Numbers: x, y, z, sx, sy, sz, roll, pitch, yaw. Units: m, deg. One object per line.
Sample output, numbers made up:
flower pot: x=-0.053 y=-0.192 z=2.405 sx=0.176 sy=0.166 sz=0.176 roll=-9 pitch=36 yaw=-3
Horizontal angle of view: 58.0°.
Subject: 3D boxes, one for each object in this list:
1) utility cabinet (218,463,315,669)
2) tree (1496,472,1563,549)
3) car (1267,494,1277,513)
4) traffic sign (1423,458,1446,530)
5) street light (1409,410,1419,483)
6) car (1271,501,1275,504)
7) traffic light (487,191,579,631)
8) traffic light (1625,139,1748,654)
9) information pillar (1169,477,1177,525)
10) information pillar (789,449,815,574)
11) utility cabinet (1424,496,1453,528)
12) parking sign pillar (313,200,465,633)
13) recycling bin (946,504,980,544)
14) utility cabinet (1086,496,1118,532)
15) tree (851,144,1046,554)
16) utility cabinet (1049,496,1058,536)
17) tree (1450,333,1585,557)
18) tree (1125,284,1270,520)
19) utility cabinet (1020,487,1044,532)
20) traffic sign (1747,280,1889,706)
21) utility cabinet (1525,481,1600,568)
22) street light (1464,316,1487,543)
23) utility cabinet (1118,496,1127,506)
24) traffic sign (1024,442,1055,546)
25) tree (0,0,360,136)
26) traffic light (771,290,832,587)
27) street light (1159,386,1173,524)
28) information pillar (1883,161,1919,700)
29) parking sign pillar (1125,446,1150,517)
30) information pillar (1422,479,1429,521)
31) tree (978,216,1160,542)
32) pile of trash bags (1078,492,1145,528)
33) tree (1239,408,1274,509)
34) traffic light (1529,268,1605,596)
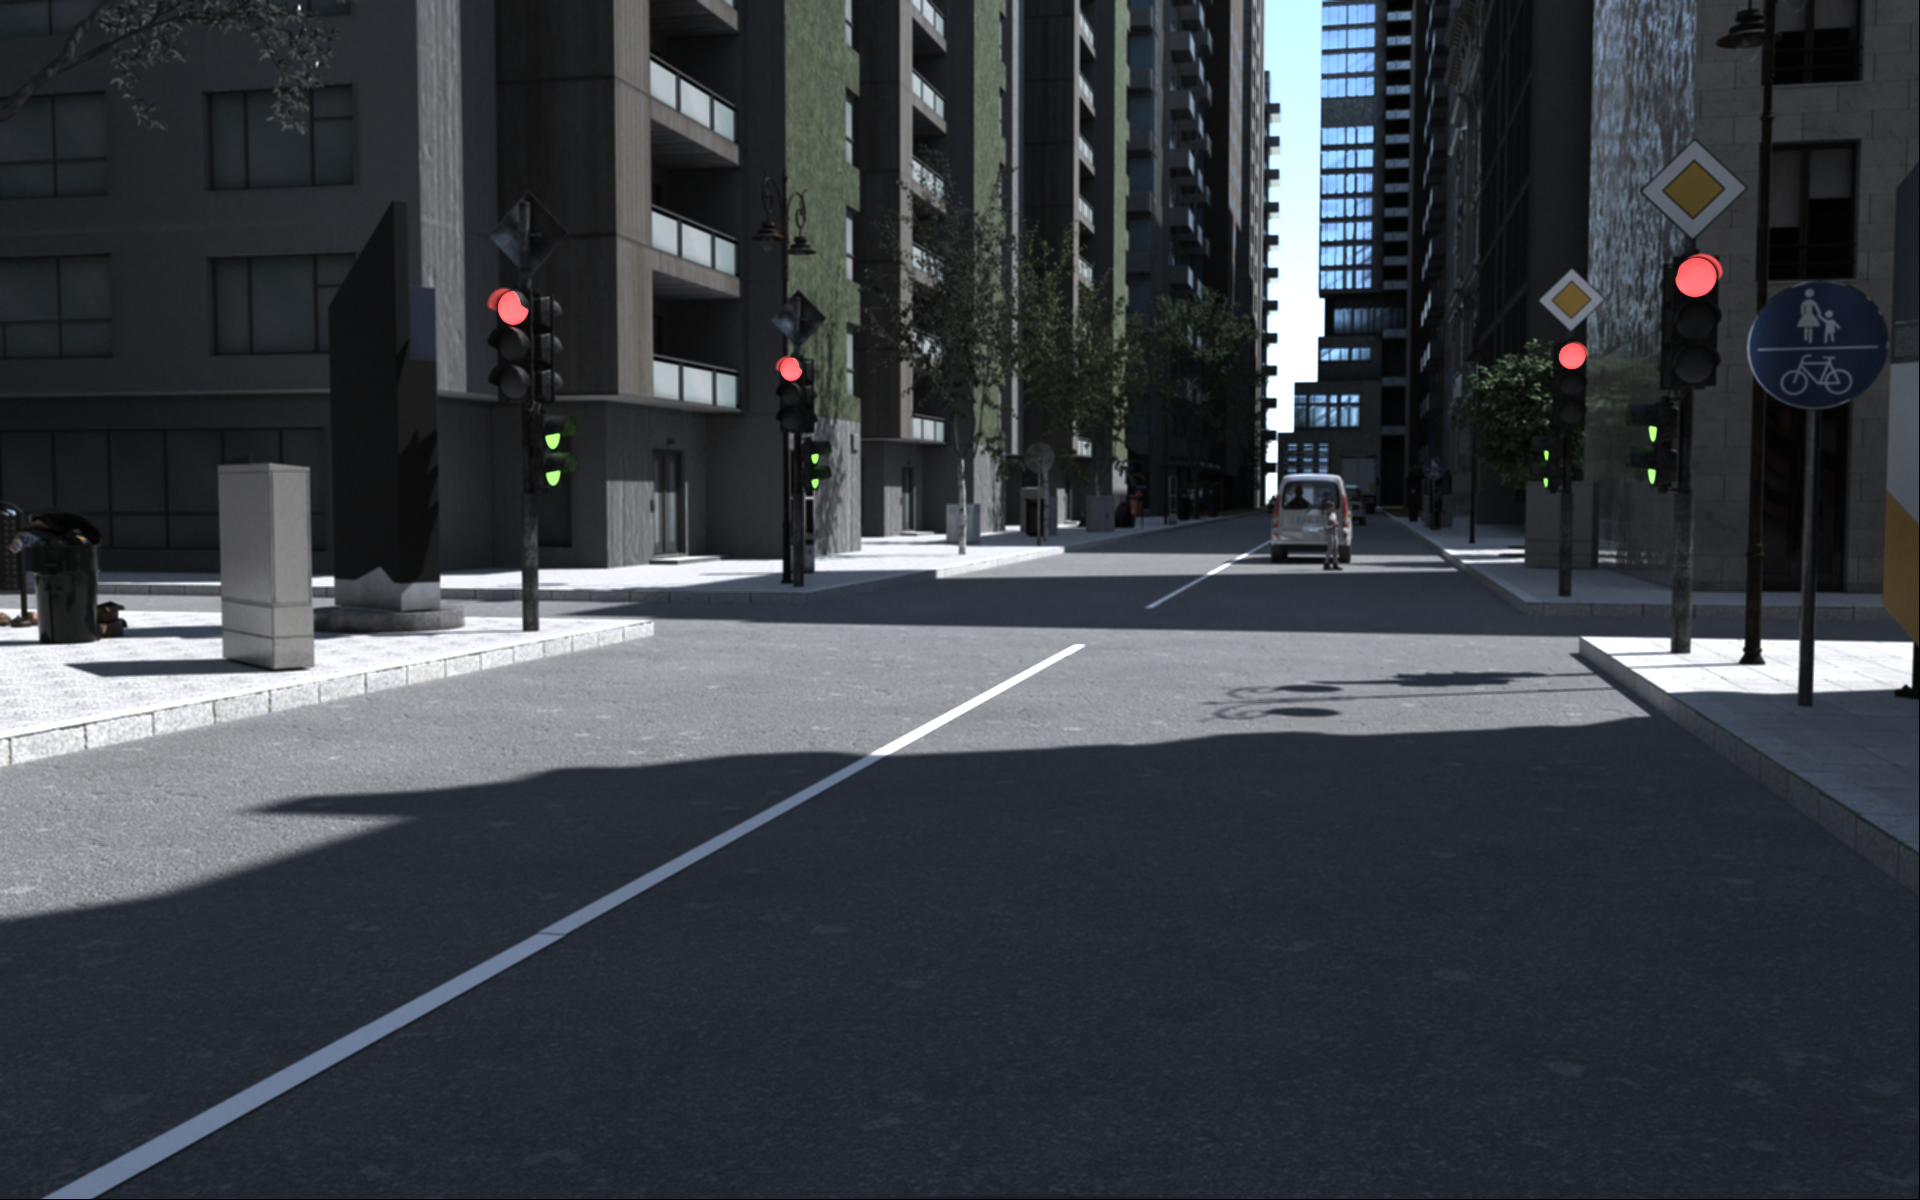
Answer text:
utility cabinet: x=-5.194 y=-0.263 z=12.971 sx=0.318 sy=1.500 sz=1.173 roll=-3 pitch=5 yaw=-40
tree: x=13.528 y=-2.815 z=40.621 sx=1.663 sy=3.219 sz=1.824 roll=0 pitch=3 yaw=0
car: x=24.675 y=-7.423 z=133.375 sx=2.014 sy=1.417 sz=4.499 roll=1 pitch=4 yaw=13
traffic sign: x=16.754 y=-3.737 z=61.200 sx=0.768 sy=2.556 sz=0.104 roll=1 pitch=4 yaw=19
street light: x=24.624 y=-7.420 z=94.103 sx=0.468 sy=5.910 sz=1.993 roll=1 pitch=4 yaw=13
car: x=20.668 y=-5.914 z=109.062 sx=2.083 sy=1.381 sz=4.827 roll=1 pitch=4 yaw=11
traffic light: x=-4.005 y=-1.663 z=16.108 sx=0.839 sy=4.253 sz=0.868 roll=1 pitch=4 yaw=13
traffic light: x=5.807 y=-1.527 z=13.887 sx=0.839 sy=4.253 sz=0.868 roll=1 pitch=4 yaw=13
information pillar: x=8.953 y=-4.182 z=72.873 sx=0.304 sy=2.012 sz=0.304 roll=0 pitch=4 yaw=-2
information pillar: x=-2.561 y=-1.440 z=28.034 sx=0.304 sy=2.012 sz=0.304 roll=2 pitch=4 yaw=27
utility cabinet: x=18.366 y=-3.384 z=66.484 sx=1.020 sy=1.237 sz=0.306 roll=0 pitch=4 yaw=-2
parking sign pillar: x=-5.515 y=-1.718 z=16.557 sx=1.447 sy=3.967 sz=1.447 roll=3 pitch=5 yaw=43
recycling bin: x=0.085 y=-1.963 z=44.642 sx=0.722 sy=1.027 sz=0.722 roll=1 pitch=4 yaw=17
utility cabinet: x=4.751 y=-2.896 z=58.513 sx=1.020 sy=1.237 sz=0.306 roll=-2 pitch=4 yaw=-31
tree: x=-0.040 y=-5.262 z=36.391 sx=4.360 sy=8.622 sz=3.978 roll=0 pitch=3 yaw=0
utility cabinet: x=2.875 y=-2.604 z=53.730 sx=0.306 sy=1.237 sz=1.020 roll=0 pitch=4 yaw=1
tree: x=11.789 y=-3.174 z=35.606 sx=4.285 sy=4.588 sz=4.351 roll=0 pitch=3 yaw=0
tree: x=11.854 y=-9.891 z=87.471 sx=9.928 sy=11.665 sz=9.643 roll=0 pitch=3 yaw=0
utility cabinet: x=2.395 y=-2.999 z=57.705 sx=0.318 sy=1.500 sz=1.173 roll=-2 pitch=4 yaw=-25
traffic sign: x=5.125 y=-0.631 z=10.425 sx=0.768 sy=2.556 sz=0.104 roll=1 pitch=4 yaw=18
utility cabinet: x=10.383 y=-1.296 z=29.871 sx=1.173 sy=1.500 sz=0.318 roll=3 pitch=5 yaw=40
street light: x=13.405 y=-4.426 z=45.158 sx=0.468 sy=5.910 sz=1.993 roll=1 pitch=4 yaw=13
utility cabinet: x=6.600 y=-3.684 z=71.389 sx=0.306 sy=1.237 sz=1.020 roll=-1 pitch=4 yaw=-10
traffic sign: x=1.949 y=-2.605 z=42.696 sx=0.768 sy=2.556 sz=0.104 roll=1 pitch=4 yaw=15
tree: x=-6.135 y=-6.058 z=9.427 sx=12.009 sy=13.543 sz=11.850 roll=0 pitch=3 yaw=0
traffic light: x=-2.224 y=-2.139 z=23.892 sx=0.839 sy=4.253 sz=0.868 roll=1 pitch=4 yaw=13
street light: x=8.836 y=-6.202 z=74.191 sx=0.468 sy=5.910 sz=1.993 roll=1 pitch=4 yaw=13
information pillar: x=6.042 y=-1.190 z=10.818 sx=0.183 sy=3.616 sz=0.504 roll=-1 pitch=4 yaw=-19
parking sign pillar: x=9.885 y=-6.611 z=96.570 sx=1.447 sy=3.967 sz=1.447 roll=-1 pitch=4 yaw=-15
information pillar: x=22.089 y=-4.755 z=82.235 sx=0.304 sy=2.012 sz=0.304 roll=1 pitch=4 yaw=12
tree: x=2.536 y=-5.869 z=46.322 sx=4.737 sy=8.622 sz=4.395 roll=0 pitch=3 yaw=0
pile of trash bags: x=5.986 y=-3.444 z=66.066 sx=1.912 sy=1.369 sz=3.447 roll=-2 pitch=4 yaw=-27
tree: x=24.585 y=-11.934 z=145.482 sx=4.360 sy=8.622 sz=3.978 roll=0 pitch=3 yaw=0
traffic light: x=7.588 y=-2.003 z=21.672 sx=0.839 sy=4.253 sz=0.868 roll=1 pitch=4 yaw=13
